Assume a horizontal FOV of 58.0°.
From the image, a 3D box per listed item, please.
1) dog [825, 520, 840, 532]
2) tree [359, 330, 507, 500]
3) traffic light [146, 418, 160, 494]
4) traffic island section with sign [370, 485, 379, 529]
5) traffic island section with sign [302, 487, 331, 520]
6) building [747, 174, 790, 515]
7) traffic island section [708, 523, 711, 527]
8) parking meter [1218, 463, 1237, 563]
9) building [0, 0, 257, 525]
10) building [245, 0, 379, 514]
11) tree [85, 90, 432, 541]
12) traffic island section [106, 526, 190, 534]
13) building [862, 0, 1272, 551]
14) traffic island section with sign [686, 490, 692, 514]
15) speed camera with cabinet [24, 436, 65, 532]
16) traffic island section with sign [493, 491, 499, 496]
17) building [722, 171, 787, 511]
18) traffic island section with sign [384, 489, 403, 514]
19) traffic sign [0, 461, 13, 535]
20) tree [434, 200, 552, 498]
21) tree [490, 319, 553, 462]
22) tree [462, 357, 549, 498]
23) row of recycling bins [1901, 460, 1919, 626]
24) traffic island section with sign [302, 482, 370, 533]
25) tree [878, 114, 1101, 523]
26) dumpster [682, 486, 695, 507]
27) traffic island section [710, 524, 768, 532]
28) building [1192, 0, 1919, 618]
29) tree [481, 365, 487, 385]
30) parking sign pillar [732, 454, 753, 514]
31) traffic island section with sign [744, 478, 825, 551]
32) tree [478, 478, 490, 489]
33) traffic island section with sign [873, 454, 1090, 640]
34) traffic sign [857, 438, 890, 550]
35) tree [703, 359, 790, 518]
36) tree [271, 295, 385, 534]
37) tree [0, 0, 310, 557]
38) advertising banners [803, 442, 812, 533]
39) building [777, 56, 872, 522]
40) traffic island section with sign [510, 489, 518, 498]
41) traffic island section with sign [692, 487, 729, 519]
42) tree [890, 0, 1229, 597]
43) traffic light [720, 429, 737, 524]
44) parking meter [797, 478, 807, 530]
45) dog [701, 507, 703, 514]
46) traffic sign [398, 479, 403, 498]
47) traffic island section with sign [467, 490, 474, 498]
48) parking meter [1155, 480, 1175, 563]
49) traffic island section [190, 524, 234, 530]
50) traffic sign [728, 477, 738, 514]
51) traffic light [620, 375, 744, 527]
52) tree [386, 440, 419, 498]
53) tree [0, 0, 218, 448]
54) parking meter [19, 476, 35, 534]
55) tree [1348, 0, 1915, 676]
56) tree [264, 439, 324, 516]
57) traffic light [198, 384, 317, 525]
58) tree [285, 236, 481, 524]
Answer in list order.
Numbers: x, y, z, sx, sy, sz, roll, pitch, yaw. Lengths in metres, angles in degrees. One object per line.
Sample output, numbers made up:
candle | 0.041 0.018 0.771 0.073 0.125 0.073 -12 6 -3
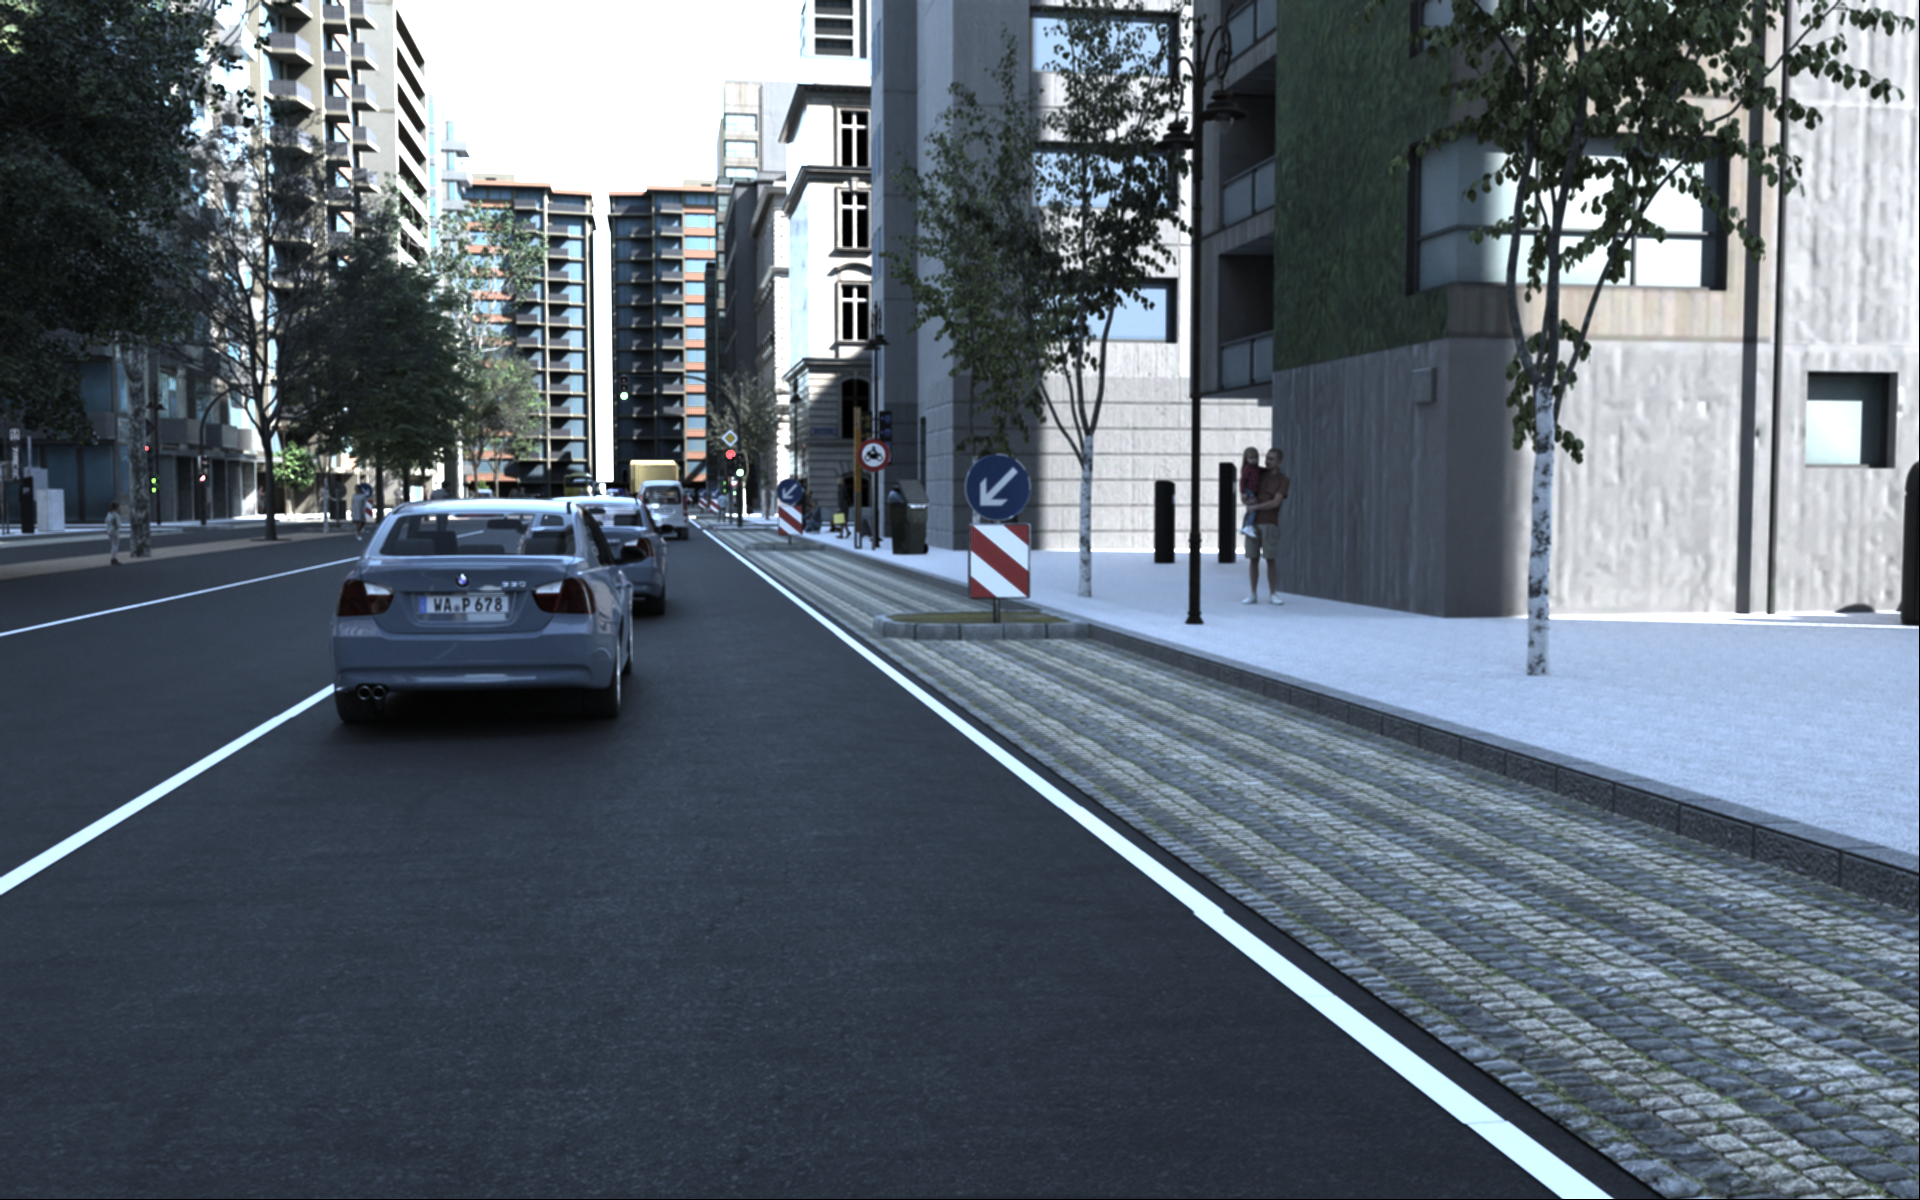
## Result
dog | -4.215 -2.472 58.147 0.550 0.427 0.748 -1 4 -14
tree | -28.003 -9.416 90.823 8.767 10.594 7.601 -1 4 -10
traffic light | -29.679 -4.543 63.201 0.839 4.253 0.868 -1 4 -10
traffic island section with sign | -24.625 -3.905 71.980 2.006 1.907 1.989 -1 4 -10
traffic island section with sign | -35.045 -5.312 95.484 1.989 1.847 2.006 -1 4 -10
building | -8.280 -17.625 117.044 11.050 23.489 19.941 -1 4 -10
traffic island section | -9.885 -3.219 74.904 2.009 0.180 2.903 -1 4 -10
parking meter | 4.990 -1.627 32.307 0.255 1.863 0.399 1 4 22
building | -47.267 -28.342 83.001 23.786 49.044 30.456 -1 4 -10
building | -52.947 -28.482 120.303 22.147 44.769 28.867 -1 4 -10
tree | -21.032 -8.540 52.451 12.009 13.543 11.850 0 3 0
traffic island section | -29.721 -2.511 63.329 2.009 0.180 2.903 -1 4 -10
building | 7.757 -31.260 53.095 21.231 58.520 28.212 -1 4 -10
traffic island section with sign | -18.810 -7.159 125.683 1.989 1.847 2.006 -1 4 -10
speed camera with cabinet | -31.282 -3.964 59.145 2.038 3.252 0.660 3 5 43
traffic island section with sign | -53.103 -11.594 198.193 1.989 1.847 2.006 -1 4 -10
building | -11.313 -21.110 138.653 14.314 27.812 24.014 -1 4 -10
traffic island section with sign | -39.893 -6.998 123.046 1.989 1.847 2.006 -1 4 -10
traffic sign | -29.662 -3.151 53.654 0.606 2.300 0.079 0 4 -7
tree | -30.935 -14.934 102.521 12.611 20.169 13.585 0 3 0
tree | -32.221 -12.370 115.075 12.009 13.543 11.850 0 3 0
tree | -34.004 -12.160 127.029 9.928 11.665 9.643 0 3 0
row of recycling bins | 10.899 -0.639 17.568 3.534 1.692 1.069 -2 4 -30
traffic island section with sign | -23.352 -3.458 64.682 2.006 1.907 1.989 -1 4 -10
tree | 0.555 -5.122 34.104 4.737 8.622 4.395 0 3 0
dumpster | -28.243 -10.586 178.030 1.985 2.255 1.502 -1 4 -10
traffic island section | -8.503 -2.738 67.039 2.009 0.180 2.903 -1 4 -10
building | 10.738 -20.857 24.606 14.154 41.232 14.086 -1 4 -10
tree | -26.751 -9.948 83.236 7.486 12.596 7.792 0 3 0
parking sign pillar | -14.182 -7.595 112.649 1.447 3.967 1.447 -2 4 -27
traffic island section with sign | -4.523 -2.187 44.379 1.989 1.847 2.006 -1 4 -10
tree | -57.216 -13.046 207.907 1.663 3.219 1.824 0 3 0
traffic island section with sign | 0.140 -0.563 17.828 1.989 1.847 2.006 -1 4 -10
traffic sign | -1.973 -2.409 39.490 0.768 2.556 0.104 -1 4 -10
tree | -10.868 -8.744 93.321 4.360 8.622 3.978 0 3 0
tree | -22.713 -6.670 61.879 4.360 8.622 3.978 0 3 0
tree | -19.891 -11.063 39.234 12.611 20.169 13.585 0 3 0
advertising banners | -5.102 -3.772 57.853 0.090 3.025 2.074 -1 4 -11
building | 8.890 -16.324 85.978 34.723 24.649 14.460 -1 4 -10
traffic island section with sign | -37.642 -8.431 145.986 2.006 1.907 1.989 -1 4 -10
traffic island section with sign | -14.139 -5.536 99.134 1.989 1.847 2.006 -1 4 -10
tree | 1.464 -4.360 21.646 4.360 8.622 3.978 0 3 0
traffic light | -9.926 -5.252 74.783 0.839 4.253 0.868 -1 4 -10
parking meter | -5.652 -3.425 61.709 0.399 1.863 0.255 -1 4 -13
dog | -18.400 -6.377 123.555 0.540 0.507 0.406 3 4 38
traffic sign | -44.781 -8.507 139.199 0.768 2.556 0.104 -1 4 -9
traffic island section with sign | -48.418 -9.965 171.556 1.989 1.847 2.006 -1 4 -10
parking meter | 3.812 -1.457 32.234 0.372 1.533 0.369 0 3 0
traffic island section | -31.103 -2.992 71.194 2.009 0.180 2.903 -1 4 -10
traffic sign | -14.458 -6.753 110.522 0.768 2.556 0.104 -1 4 -8
traffic light | -10.589 -5.612 66.417 4.771 5.953 1.251 -1 4 -10
tree | -45.915 -11.781 142.982 4.737 8.622 4.395 0 3 0
tree | -16.826 -7.270 27.983 9.857 13.997 8.962 0 3 0
parking meter | -30.301 -3.089 56.222 0.399 1.863 0.255 -1 4 -22
tree | 4.347 -3.774 12.067 4.737 8.622 4.395 0 3 0
tree | -39.949 -7.355 103.963 4.285 4.588 4.351 0 3 0
traffic light | -29.017 -5.920 71.461 4.771 5.953 1.251 -1 4 -10
tree | -25.536 -9.491 75.761 7.486 12.596 7.792 0 3 0
